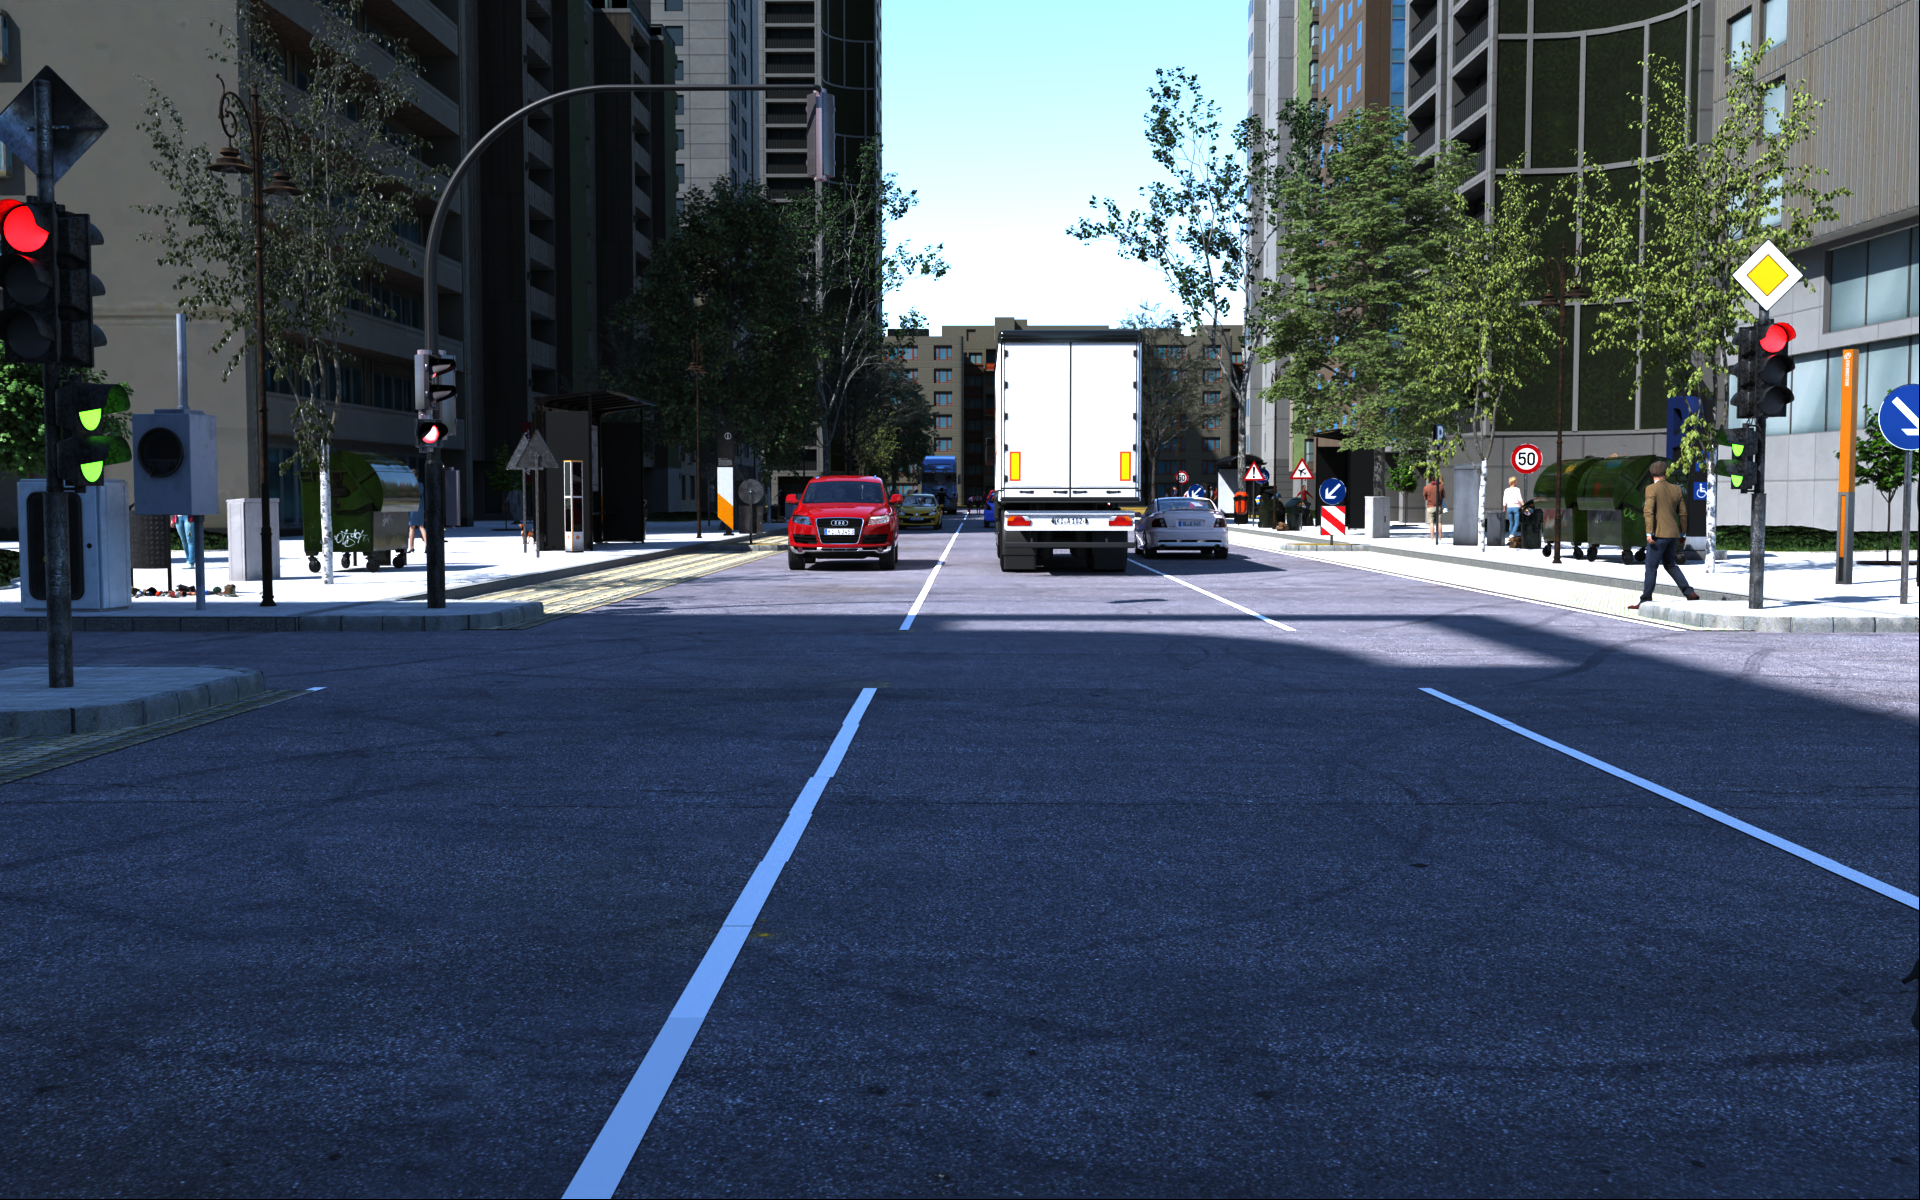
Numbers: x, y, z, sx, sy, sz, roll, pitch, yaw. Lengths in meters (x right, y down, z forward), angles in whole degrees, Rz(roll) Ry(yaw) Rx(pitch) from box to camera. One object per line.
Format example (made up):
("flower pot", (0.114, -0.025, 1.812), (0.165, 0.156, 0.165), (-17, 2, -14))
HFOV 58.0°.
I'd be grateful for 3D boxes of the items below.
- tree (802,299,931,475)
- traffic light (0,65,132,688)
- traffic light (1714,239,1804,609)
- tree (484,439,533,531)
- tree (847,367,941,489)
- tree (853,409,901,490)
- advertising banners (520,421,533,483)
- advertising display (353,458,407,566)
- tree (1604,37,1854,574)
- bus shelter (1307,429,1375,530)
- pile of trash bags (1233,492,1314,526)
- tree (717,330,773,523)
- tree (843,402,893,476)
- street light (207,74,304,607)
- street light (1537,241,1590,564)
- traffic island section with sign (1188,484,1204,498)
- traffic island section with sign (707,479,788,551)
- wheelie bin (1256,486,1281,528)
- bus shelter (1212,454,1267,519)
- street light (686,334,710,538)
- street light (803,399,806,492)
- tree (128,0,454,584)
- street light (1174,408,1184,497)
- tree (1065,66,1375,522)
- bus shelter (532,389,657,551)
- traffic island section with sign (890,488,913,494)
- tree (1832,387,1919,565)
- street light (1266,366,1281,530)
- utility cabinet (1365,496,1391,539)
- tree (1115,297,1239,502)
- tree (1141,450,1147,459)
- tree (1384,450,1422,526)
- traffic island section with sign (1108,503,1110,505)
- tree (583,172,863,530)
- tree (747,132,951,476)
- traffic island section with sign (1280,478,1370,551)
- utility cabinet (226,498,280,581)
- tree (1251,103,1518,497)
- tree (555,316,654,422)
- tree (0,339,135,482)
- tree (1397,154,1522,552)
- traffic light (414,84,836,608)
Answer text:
("tree", (-7.011, -12.125, 108.606), (12.009, 13.543, 11.850), (0, 3, 0))
("traffic light", (-5.966, -1.375, 11.410), (0.839, 4.253, 0.868), (0, 4, 1))
("traffic light", (8.880, -1.855, 19.253), (0.839, 4.253, 0.868), (0, 4, 1))
("tree", (-16.049, -4.049, 60.805), (1.663, 3.219, 1.824), (0, 3, 0))
("tree", (-6.547, -16.126, 170.308), (9.857, 13.997, 8.962), (0, 3, 0))
("tree", (-6.785, -11.938, 145.550), (4.737, 8.622, 4.395), (0, 3, 0))
("advertising banners", (-10.164, -2.828, 42.426), (0.090, 3.025, 2.074), (1, 4, 20))
("advertising display", (-10.378, -1.574, 30.956), (0.974, 1.923, 0.123), (-1, 4, -15))
("tree", (11.890, -4.737, 27.810), (4.737, 8.622, 4.395), (0, 3, 0))
("bus shelter", (14.455, -4.513, 65.063), (1.731, 3.624, 6.357), (0, 4, 1))
("pile of trash bags", (12.740, -3.707, 70.360), (3.447, 1.369, 1.912), (2, 4, 31))
("tree", (-8.634, -7.682, 75.955), (4.737, 8.622, 4.395), (0, 3, 0))
("tree", (-7.429, -11.345, 135.846), (4.360, 8.622, 3.978), (0, 3, 0))
("street light", (-7.926, -2.867, 19.661), (0.468, 5.910, 1.993), (0, 4, 1))
("street light", (11.036, -3.611, 31.836), (0.468, 5.910, 1.993), (0, 4, 1))
("traffic island section with sign", (9.476, -3.812, 70.954), (1.989, 1.847, 2.006), (0, 4, 1))
("traffic island section with sign", (-5.327, -2.175, 44.184), (1.989, 1.847, 2.006), (0, 4, 1))
("wheelie bin", (11.742, -3.539, 65.774), (0.980, 1.594, 0.693), (-1, 4, -10))
("bus shelter", (14.476, -5.874, 89.962), (2.014, 3.302, 5.546), (0, 4, 0))
("street light", (-7.587, -4.735, 50.209), (0.468, 5.910, 1.993), (0, 4, 1))
("street light", (-7.276, -6.604, 80.757), (0.468, 5.910, 1.993), (0, 4, 1))
("tree", (-9.211, -4.521, 24.286), (4.360, 8.622, 3.978), (0, 3, 0))
("street light", (11.782, -7.380, 93.447), (0.468, 5.910, 1.993), (0, 4, 1))
("tree", (11.446, -13.594, 78.155), (12.611, 20.169, 13.585), (0, 3, 0))
("bus shelter", (-8.759, -3.103, 42.010), (1.731, 3.624, 6.357), (0, 4, 1))
("traffic island section with sign", (-4.499, -6.890, 121.280), (1.989, 1.847, 2.006), (0, 4, 1))
("tree", (16.813, -2.262, 31.587), (1.663, 3.219, 1.824), (0, 3, 0))
("street light", (11.393, -5.493, 62.591), (0.468, 5.910, 1.993), (0, 4, 1))
("utility cabinet", (12.133, -2.394, 50.310), (0.306, 1.237, 1.020), (3, 5, 41))
("tree", (12.091, -12.087, 107.985), (12.009, 13.543, 11.850), (0, 3, 0))
("tree", (13.200, -13.561, 156.129), (7.601, 10.594, 8.767), (0, 4, -6))
("tree", (17.925, -4.571, 69.330), (1.663, 3.219, 1.824), (0, 3, 0))
("traffic island section with sign", (10.026, -6.880, 121.115), (1.989, 1.847, 2.006), (0, 4, 1))
("tree", (-8.264, -8.857, 61.826), (9.611, 12.733, 9.660), (0, 3, 0))
("tree", (-6.732, -14.436, 91.916), (12.611, 20.169, 13.585), (0, 3, 0))
("traffic island section with sign", (9.195, -2.161, 43.964), (1.989, 1.847, 2.006), (0, 4, 1))
("utility cabinet", (-10.589, -0.906, 25.967), (0.306, 1.237, 1.020), (0, 4, 7))
("tree", (12.454, -8.149, 51.369), (7.486, 12.596, 7.792), (0, 3, 0))
("tree", (-13.679, -7.286, 69.481), (4.360, 8.622, 3.978), (0, 3, 0))
("tree", (-17.010, -2.928, 31.581), (4.285, 4.588, 4.351), (0, 3, 0))
("tree", (11.546, -5.368, 38.130), (4.737, 8.622, 4.395), (0, 3, 0))
("traffic light", (-3.788, -2.736, 19.408), (4.771, 5.953, 1.251), (0, 4, 1))
